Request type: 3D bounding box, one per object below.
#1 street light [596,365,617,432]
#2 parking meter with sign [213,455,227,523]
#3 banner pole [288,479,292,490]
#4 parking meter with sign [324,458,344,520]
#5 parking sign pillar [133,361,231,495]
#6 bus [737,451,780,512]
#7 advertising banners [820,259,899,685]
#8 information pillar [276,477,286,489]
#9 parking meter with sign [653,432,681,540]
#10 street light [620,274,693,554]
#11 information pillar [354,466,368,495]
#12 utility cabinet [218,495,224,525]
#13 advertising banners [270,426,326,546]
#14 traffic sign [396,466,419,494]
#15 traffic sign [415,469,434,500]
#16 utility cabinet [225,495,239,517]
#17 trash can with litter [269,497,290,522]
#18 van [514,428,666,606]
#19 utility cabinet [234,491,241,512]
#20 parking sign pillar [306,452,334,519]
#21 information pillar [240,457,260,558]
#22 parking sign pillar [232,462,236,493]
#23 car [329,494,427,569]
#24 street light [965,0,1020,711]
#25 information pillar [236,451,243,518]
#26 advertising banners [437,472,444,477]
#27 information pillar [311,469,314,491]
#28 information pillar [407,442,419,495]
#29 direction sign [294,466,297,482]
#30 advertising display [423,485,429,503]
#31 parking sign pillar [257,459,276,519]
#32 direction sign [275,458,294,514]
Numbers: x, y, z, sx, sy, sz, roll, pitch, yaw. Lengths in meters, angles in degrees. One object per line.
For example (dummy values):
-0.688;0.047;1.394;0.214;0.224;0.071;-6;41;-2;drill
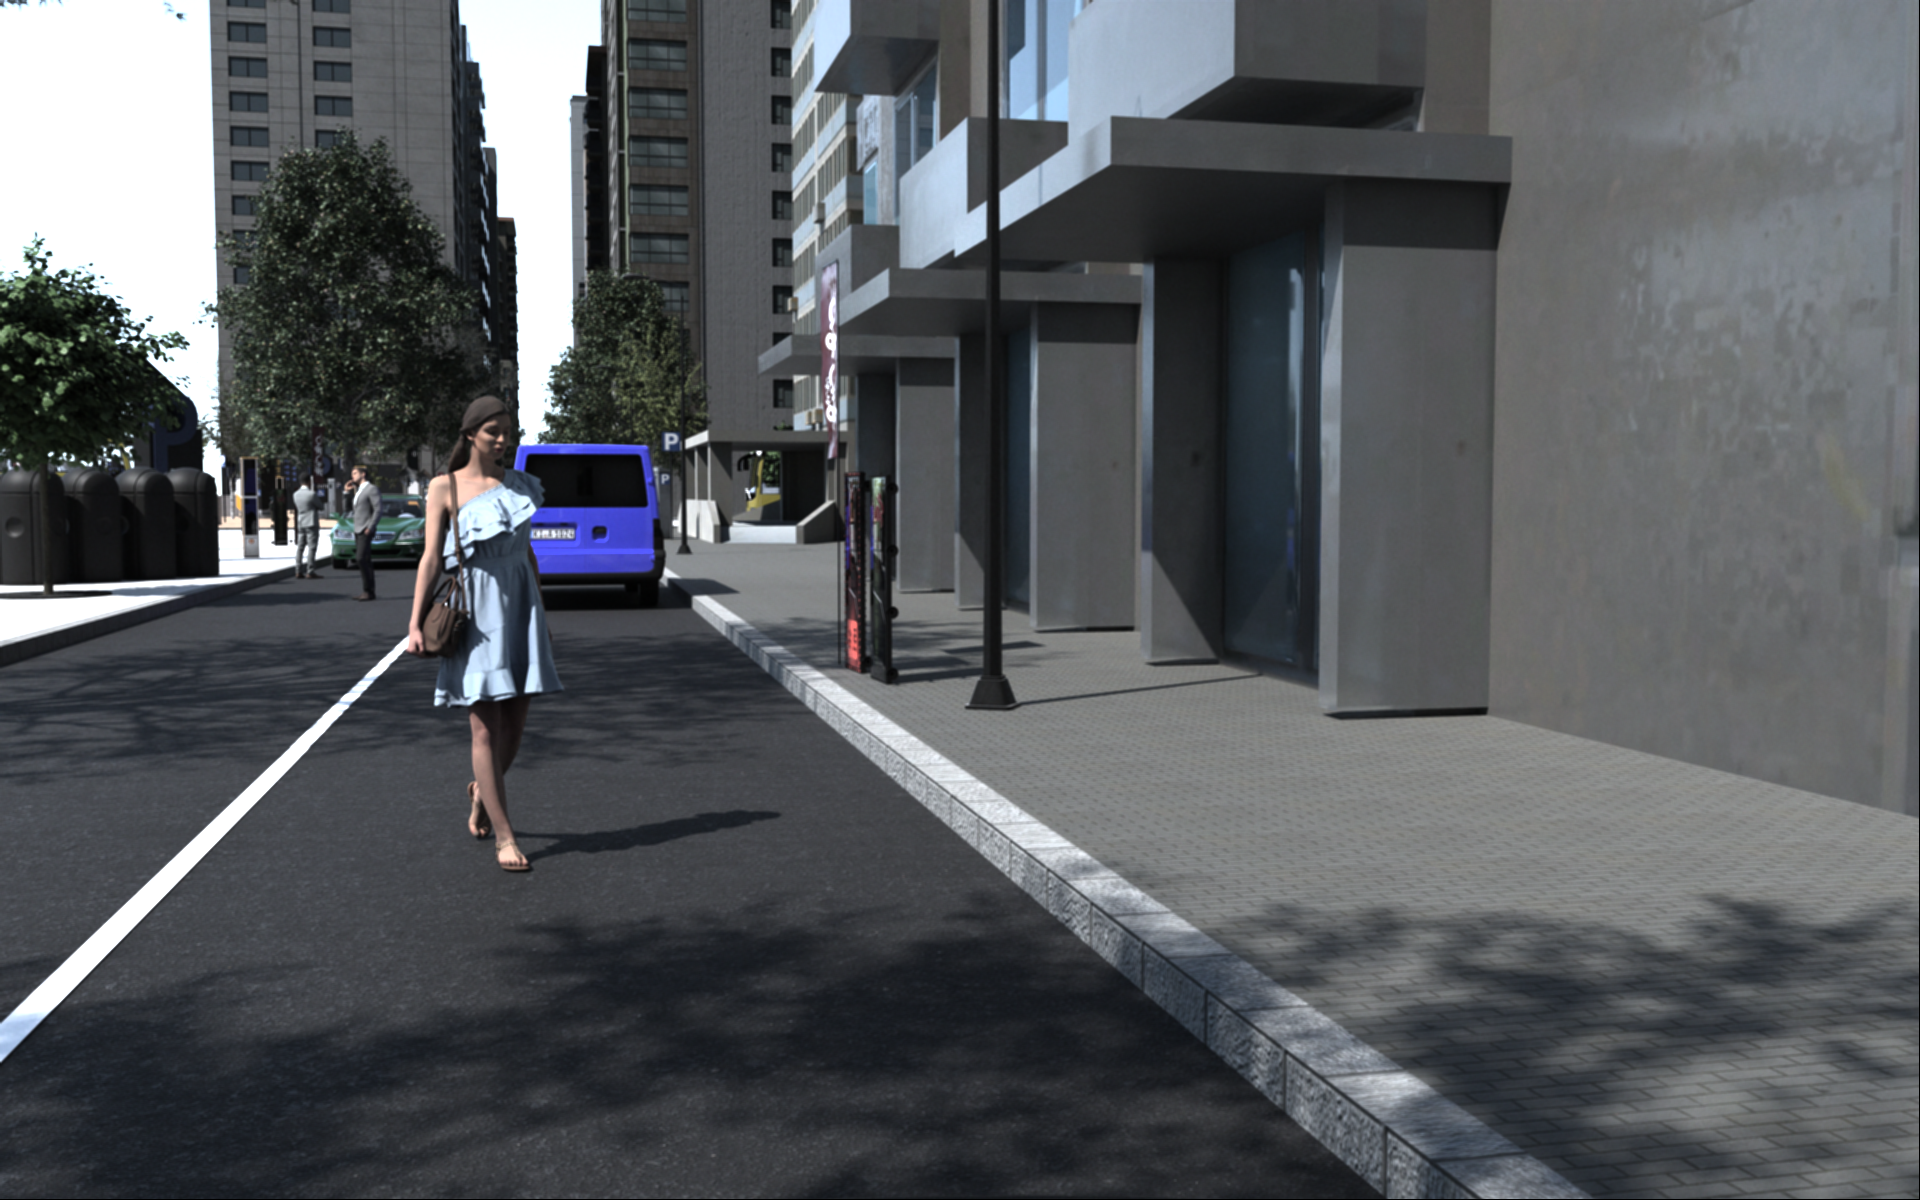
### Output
-12.452;-5.521;62.807;1.470;5.913;1.316;-1;4;-13;street light
-33.553;-4.941;77.053;0.543;3.016;1.738;3;5;43;parking meter with sign
-49.898;-8.500;128.992;0.401;3.779;0.863;0;4;-2;banner pole
-30.705;-5.437;85.157;1.738;3.016;0.543;3;5;42;parking meter with sign
-15.018;-2.716;32.880;1.447;3.967;1.447;1;4;21;parking sign pillar
-2.598;-4.741;69.055;12.252;3.916;2.896;-1;4;-12;bus
-0.754;-0.996;12.470;0.090;3.025;2.074;-1;4;-17;advertising banners
-29.605;-4.346;75.554;0.304;2.012;0.304;0;4;1;information pillar
-8.484;-3.250;49.398;0.543;3.016;1.738;-2;4;-27;parking meter with sign
-6.426;-3.928;36.758;1.470;5.913;1.316;-1;4;-13;street light
-15.912;-2.544;46.086;0.304;2.012;0.304;-1;4;-9;information pillar
-31.107;-3.702;71.686;0.306;1.237;1.020;2;4;35;utility cabinet
-16.692;-2.910;43.773;0.090;3.025;2.074;1;4;19;advertising banners
-19.532;-3.523;61.238;0.795;2.450;0.064;-1;4;-13;traffic sign
-21.338;-3.998;69.017;0.795;2.450;0.064;-1;4;-13;traffic sign
-41.164;-5.284;97.548;1.020;1.237;0.306;-2;4;-26;utility cabinet
-31.590;-4.228;80.521;1.055;1.170;0.624;2;4;28;trash can with litter
-5.186;-1.177;23.631;2.240;2.365;5.245;-1;4;-14;van
-49.370;-6.756;119.140;1.173;1.500;0.318;1;4;20;utility cabinet
-32.511;-6.088;88.009;1.447;3.967;1.447;-2;4;-25;parking sign pillar
-14.288;-1.856;34.845;0.304;2.012;0.304;-2;4;-28;information pillar
-51.894;-8.280;123.850;1.447;3.967;1.447;2;4;33;parking sign pillar
-11.492;-1.411;34.869;2.131;1.459;4.920;-1;4;-13;car
-0.333;-2.299;10.122;1.470;5.913;1.316;-1;4;-13;street light
-39.145;-6.292;94.231;0.504;3.616;0.183;1;4;9;information pillar
-40.517;-8.667;137.898;2.074;3.025;0.090;0;4;-7;advertising banners
-29.679;-5.385;79.392;0.183;3.616;0.504;-1;4;-16;information pillar
-24.328;-5.245;77.106;0.504;3.616;0.183;0;4;-6;information pillar
-43.731;-7.413;113.198;0.876;3.537;0.379;1;4;16;direction sign
-27.945;-5.289;91.690;0.974;1.923;0.123;1;4;10;advertising display
-36.595;-6.282;91.189;1.447;3.967;1.447;1;4;12;parking sign pillar
-42.248;-7.097;108.032;0.876;3.537;0.379;-1;4;-9;direction sign
